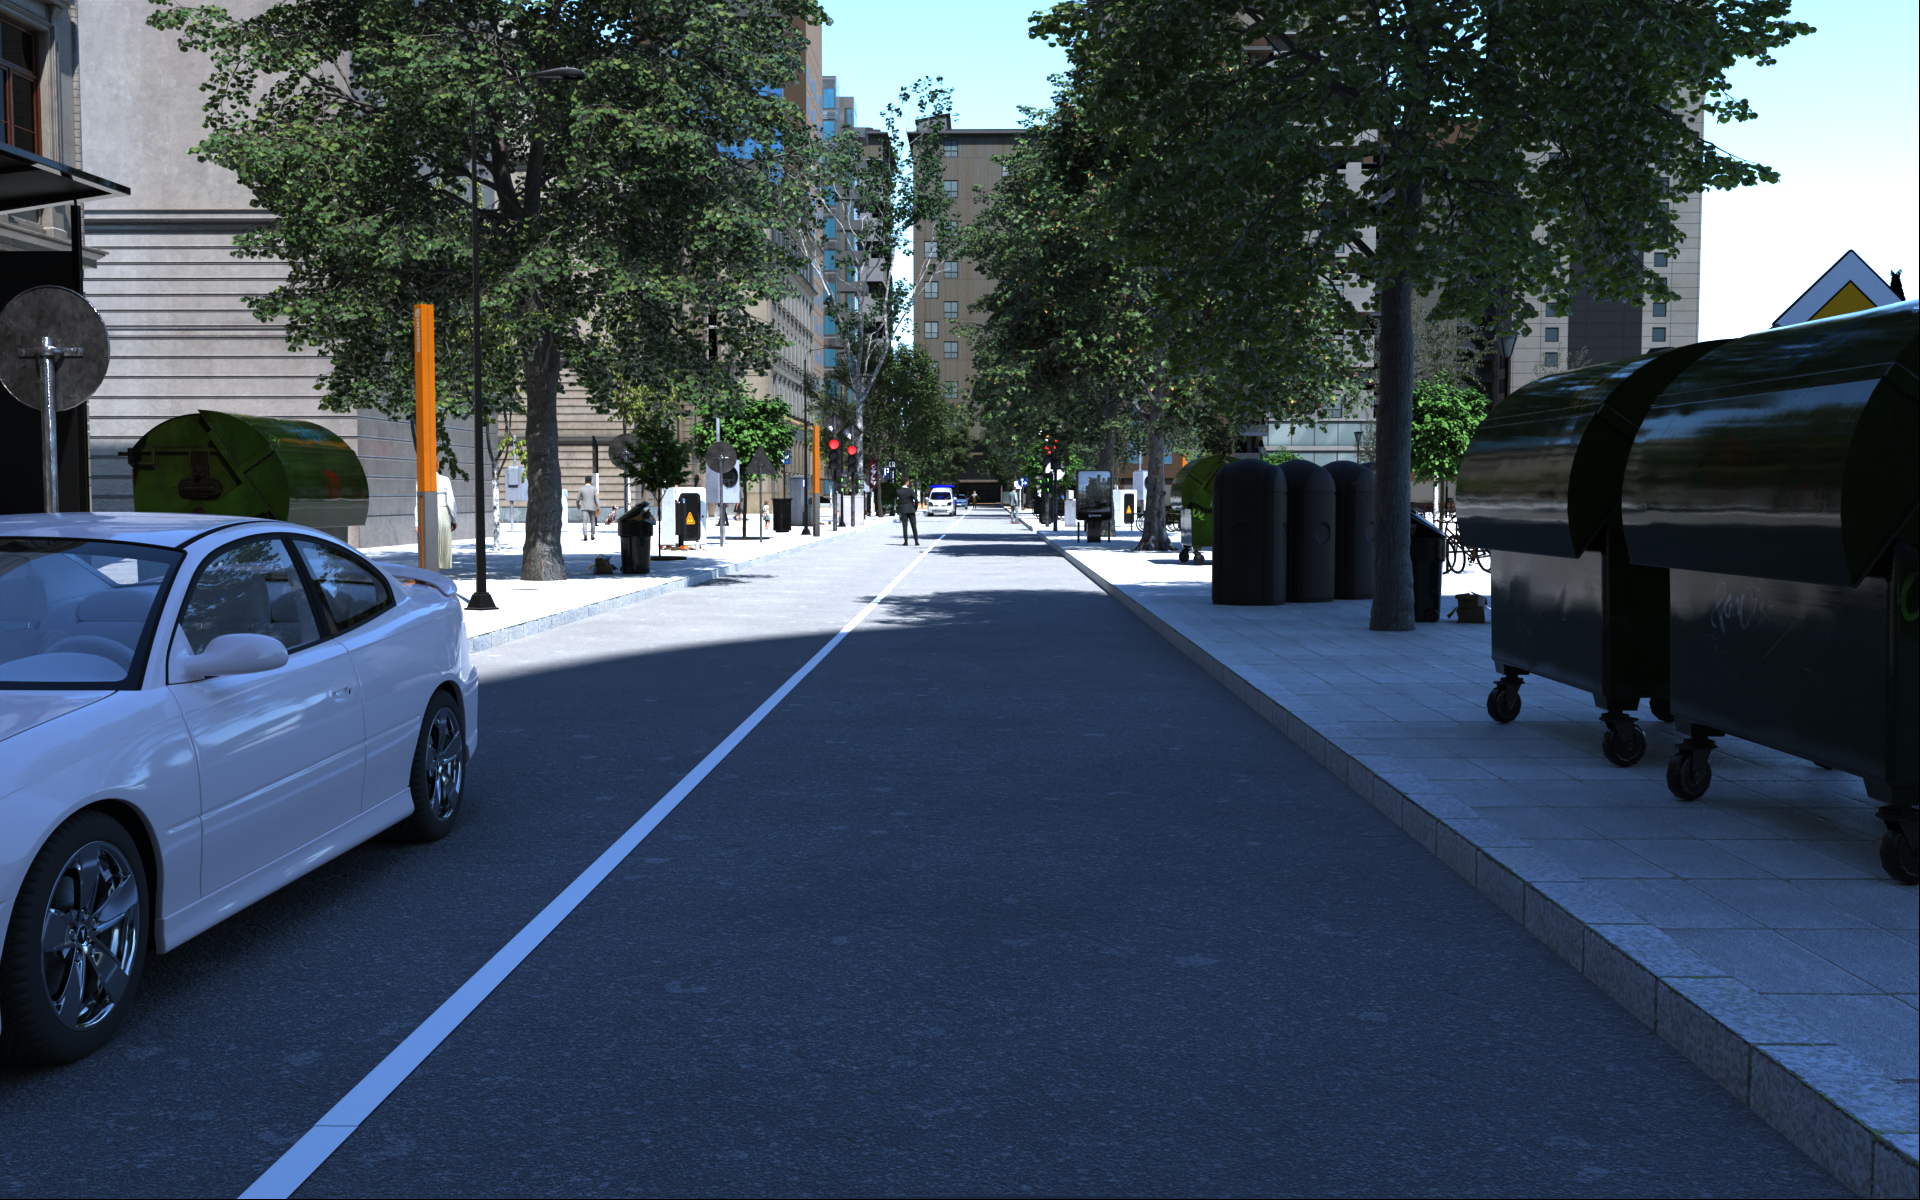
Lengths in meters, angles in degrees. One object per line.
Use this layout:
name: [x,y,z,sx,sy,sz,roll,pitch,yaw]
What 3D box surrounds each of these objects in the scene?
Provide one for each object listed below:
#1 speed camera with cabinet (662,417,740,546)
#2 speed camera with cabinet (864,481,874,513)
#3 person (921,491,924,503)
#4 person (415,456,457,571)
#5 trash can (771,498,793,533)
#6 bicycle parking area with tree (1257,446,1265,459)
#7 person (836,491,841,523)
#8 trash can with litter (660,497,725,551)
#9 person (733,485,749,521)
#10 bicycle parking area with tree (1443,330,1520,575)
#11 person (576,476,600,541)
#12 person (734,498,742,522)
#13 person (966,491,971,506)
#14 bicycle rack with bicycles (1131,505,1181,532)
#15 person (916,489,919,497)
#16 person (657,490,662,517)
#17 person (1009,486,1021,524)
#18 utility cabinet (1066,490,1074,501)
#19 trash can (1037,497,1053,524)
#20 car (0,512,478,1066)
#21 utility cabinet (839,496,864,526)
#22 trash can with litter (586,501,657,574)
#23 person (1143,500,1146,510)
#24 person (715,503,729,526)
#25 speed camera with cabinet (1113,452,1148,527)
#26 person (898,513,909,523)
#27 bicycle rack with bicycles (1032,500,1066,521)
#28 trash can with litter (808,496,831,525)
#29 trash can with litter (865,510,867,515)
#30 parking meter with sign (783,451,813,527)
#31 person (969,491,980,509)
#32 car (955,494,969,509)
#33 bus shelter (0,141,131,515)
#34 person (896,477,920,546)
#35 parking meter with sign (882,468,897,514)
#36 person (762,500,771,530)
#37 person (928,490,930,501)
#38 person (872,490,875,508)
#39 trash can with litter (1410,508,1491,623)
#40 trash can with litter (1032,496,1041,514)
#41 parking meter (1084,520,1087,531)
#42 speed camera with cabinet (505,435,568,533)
speed camera with cabinet: [-6.474,-2.995,43.305,0.660,3.252,2.038,3,5,44]
speed camera with cabinet: [-6.283,-7.634,119.154,0.660,3.252,2.038,0,4,2]
person: [-4.723,-12.997,219.060,0.721,1.766,1.217,-1,4,-21]
person: [-6.686,-0.962,22.005,0.478,1.798,0.641,0,4,3]
trash can: [-5.954,-2.833,57.971,0.748,1.137,0.748,0,3,0]
bicycle parking area with tree: [18.163,-7.234,105.272,9.016,4.147,8.231,2,4,24]
person: [-5.210,-4.190,75.296,0.466,1.731,0.760,0,4,0]
trash can with litter: [-6.388,-1.770,40.005,1.678,1.210,2.233,-1,4,-16]
person: [-10.526,-4.721,83.334,0.850,1.850,0.679,-2,4,-24]
bicycle parking area with tree: [11.449,-2.548,28.661,9.016,4.147,8.231,-2,4,-27]
person: [-10.246,-2.533,47.725,0.678,1.792,0.850,0,4,-7]
person: [-10.367,-4.284,80.758,0.373,1.253,0.362,1,4,8]
person: [1.035,-12.090,206.727,0.434,1.755,0.990,-2,4,-30]
bicycle rack with bicycles: [7.185,-2.823,59.546,2.925,0.926,2.852,-1,4,-9]
person: [-5.030,-11.876,200.243,0.705,1.821,1.348,1,4,16]
person: [-11.781,-3.878,69.408,0.622,1.834,0.822,-2,4,-26]
person: [2.624,-4.608,83.933,0.391,1.810,0.635,-3,5,-43]
utility cabinet: [5.973,-5.212,93.895,0.318,1.500,1.173,0,4,-3]
trash can: [3.664,-3.791,73.634,0.748,1.137,0.748,0,3,0]
car: [-3.085,0.397,5.874,2.083,1.381,4.827,0,4,1]
utility cabinet: [-4.411,-3.622,70.375,1.020,1.237,0.306,0,4,-5]
trash can with litter: [-5.439,-1.004,27.806,1.055,1.170,0.624,-1,4,-23]
person: [10.963,-5.851,102.256,0.362,1.759,0.519,-1,4,-14]
person: [-9.529,-3.829,69.051,0.661,1.777,0.834,3,5,43]
speed camera with cabinet: [6.759,-4.496,67.841,0.660,3.252,2.038,3,5,44]
person: [-2.689,-4.445,86.681,0.738,1.151,1.012,1,4,19]
bicycle rack with bicycles: [4.892,-4.234,82.605,2.925,0.926,2.852,2,4,30]
trash can with litter: [-6.029,-3.751,72.382,2.233,1.210,1.678,-2,4,-27]
trash can with litter: [-6.036,-5.802,106.243,1.055,1.170,0.624,0,4,-5]
parking meter with sign: [-6.392,-4.429,68.668,1.738,3.016,0.543,3,5,41]
person: [1.400,-9.923,171.474,1.217,1.736,0.721,1,4,21]
car: [-0.147,-9.354,164.948,2.014,1.417,4.499,0,4,0]
bus shelter: [-7.268,-1.167,10.358,1.731,3.624,6.357,0,4,1]
person: [-1.452,-2.466,48.174,0.648,1.900,0.474,0,4,1]
parking meter with sign: [-4.512,-7.237,114.581,0.543,3.016,1.738,1,4,18]
person: [-7.299,-3.136,64.784,0.382,1.210,0.505,-3,5,-44]
person: [-3.755,-12.318,207.572,0.705,1.807,1.348,-1,4,-22]
person: [-8.134,-9.446,161.305,1.217,1.723,0.721,3,4,36]
trash can with litter: [4.871,-0.372,17.472,1.055,1.170,0.624,1,4,17]
trash can with litter: [4.892,-6.078,110.762,0.624,1.170,1.055,0,4,5]
parking meter: [4.456,-3.126,59.524,0.372,1.533,0.369,0,3,0]
speed camera with cabinet: [-14.202,-3.898,58.065,2.038,3.252,0.660,1,4,16]
